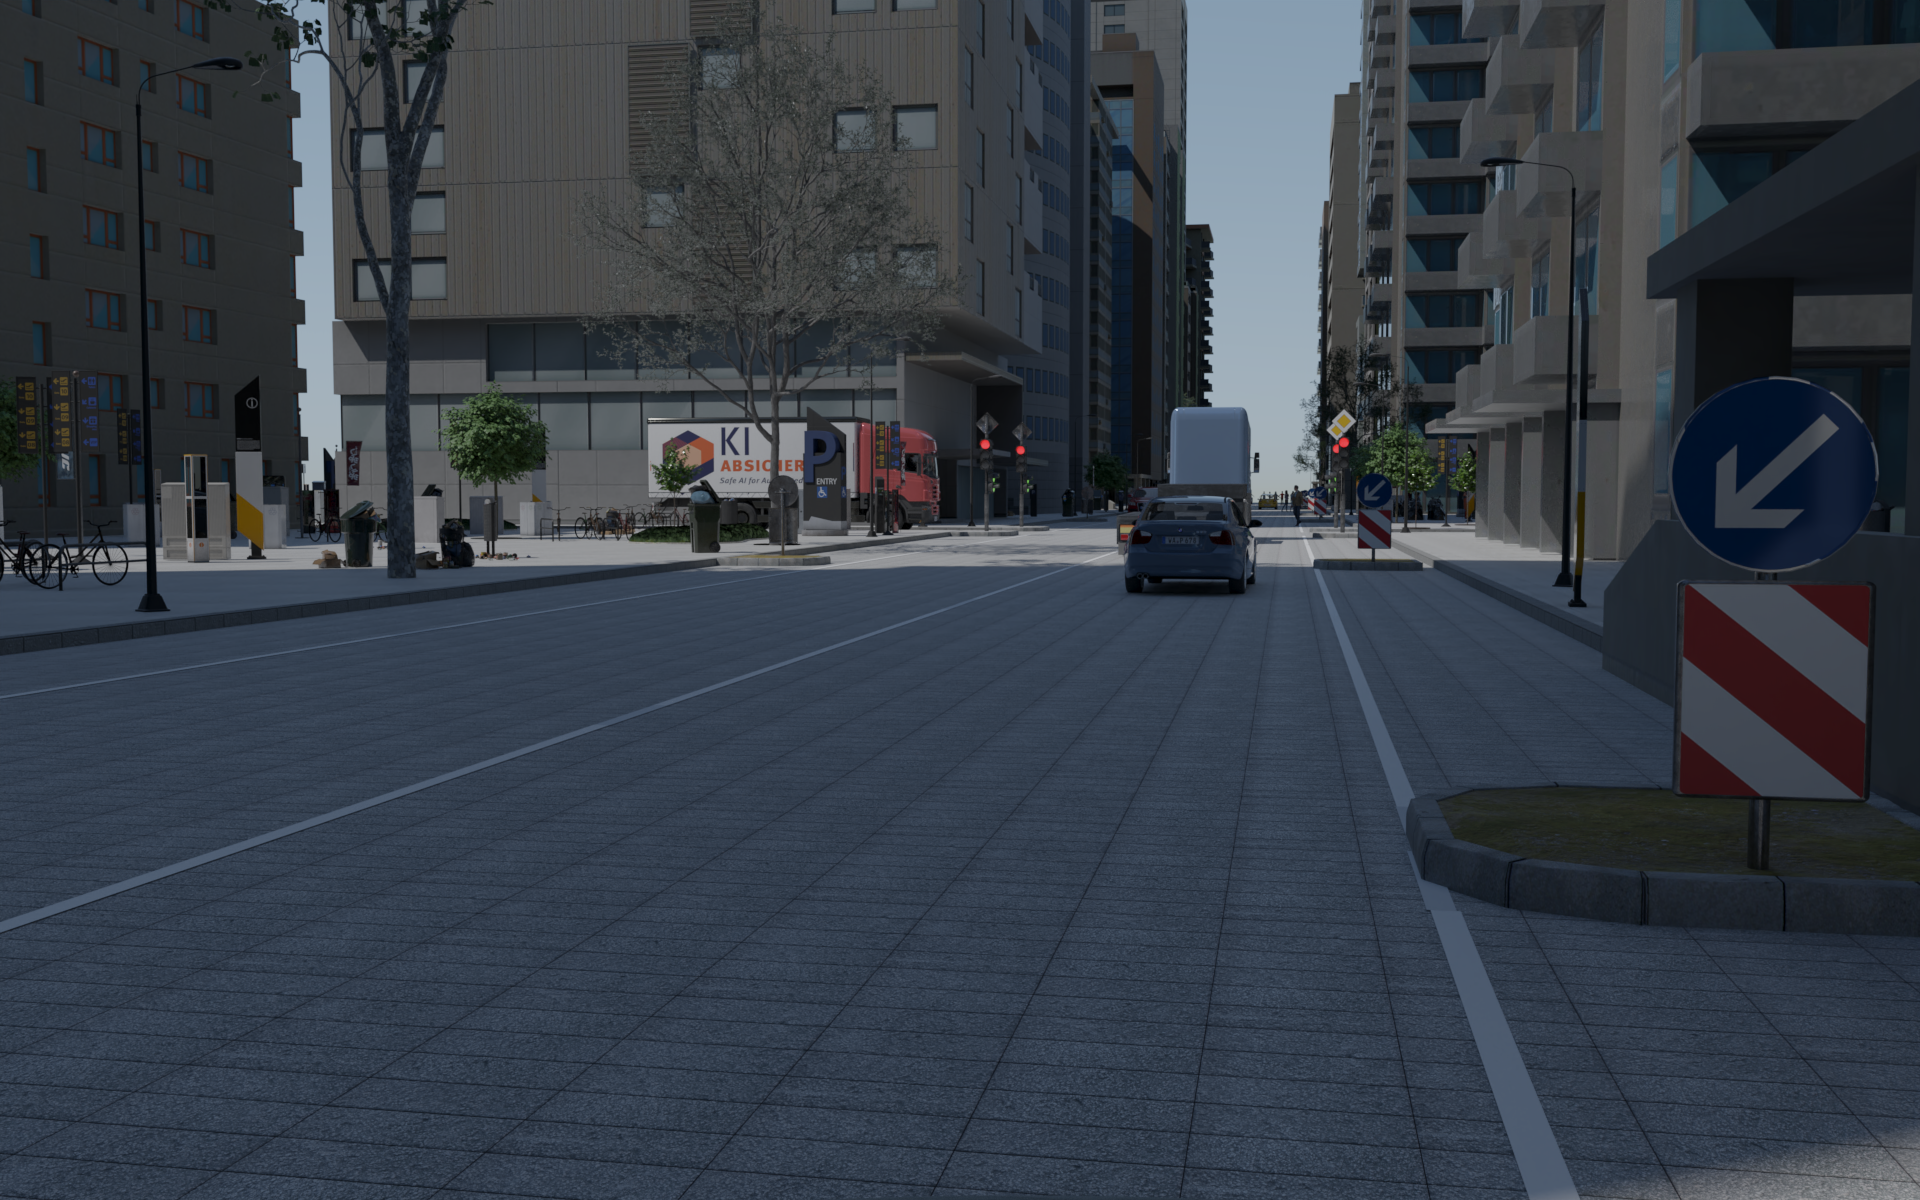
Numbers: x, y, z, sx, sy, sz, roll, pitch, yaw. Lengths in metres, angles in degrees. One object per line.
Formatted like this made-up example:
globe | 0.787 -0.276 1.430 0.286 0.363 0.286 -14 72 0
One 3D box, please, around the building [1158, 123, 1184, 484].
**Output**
building | 16.260 -30.818 187.464 14.154 41.232 14.086 1 4 11

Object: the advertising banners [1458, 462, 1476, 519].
advertising banners | 26.156 -5.688 89.183 0.090 3.025 2.074 -1 4 -13

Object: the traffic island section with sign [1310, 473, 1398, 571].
traffic island section with sign | 7.824 -1.511 33.326 1.989 1.847 2.006 1 4 11

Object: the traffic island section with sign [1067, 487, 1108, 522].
traffic island section with sign | 6.643 -4.983 90.093 1.989 1.847 2.006 1 4 11

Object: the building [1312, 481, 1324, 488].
building | 64.493 -33.229 235.176 32.217 40.220 23.993 1 4 11

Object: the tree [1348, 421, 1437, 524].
tree | 19.207 -5.629 75.748 4.285 4.588 4.351 0 3 0

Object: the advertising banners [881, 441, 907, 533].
advertising banners | -2.135 -3.705 56.760 0.090 3.025 2.074 1 4 20

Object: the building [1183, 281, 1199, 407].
building | 24.480 -28.179 232.425 14.160 30.474 14.107 1 4 11

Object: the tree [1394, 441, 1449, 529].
tree | 16.725 -4.236 63.866 1.663 3.219 1.824 0 3 0

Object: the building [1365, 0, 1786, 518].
building | 39.738 -30.583 119.646 23.786 49.044 30.456 1 4 11

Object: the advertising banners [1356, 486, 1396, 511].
advertising banners | 20.015 -5.294 82.752 2.074 3.025 0.090 1 4 12

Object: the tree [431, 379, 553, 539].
tree | -13.390 -4.026 49.540 4.285 4.588 4.351 0 3 0

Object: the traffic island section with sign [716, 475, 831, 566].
traffic island section with sign | -3.720 -1.633 35.326 1.989 1.847 2.006 1 4 11

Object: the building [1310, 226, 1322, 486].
building | 68.570 -40.216 277.134 23.786 49.044 30.456 1 4 11

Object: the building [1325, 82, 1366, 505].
building | 53.441 -35.206 199.316 21.300 48.544 21.600 1 4 11

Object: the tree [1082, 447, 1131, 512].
tree | 10.330 -8.447 121.825 4.285 4.588 4.351 0 3 0

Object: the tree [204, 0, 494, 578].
tree | -7.504 -10.464 26.978 12.611 20.169 13.585 0 3 0

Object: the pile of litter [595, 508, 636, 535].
pile of litter | -10.857 -2.513 55.057 1.719 0.858 1.176 -2 4 -32

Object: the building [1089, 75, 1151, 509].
building | 0.842 -28.426 156.638 32.217 40.220 23.993 1 4 11

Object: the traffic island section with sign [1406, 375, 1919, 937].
traffic island section with sign | 2.770 0.123 6.617 1.989 1.847 2.006 1 4 11

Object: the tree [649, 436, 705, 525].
tree | -9.699 -3.887 58.151 1.663 3.219 1.824 0 3 0

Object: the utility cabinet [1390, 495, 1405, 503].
utility cabinet | 26.076 -5.650 103.541 1.020 1.237 0.306 -1 4 -20

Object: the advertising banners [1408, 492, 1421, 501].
advertising banners | 27.580 -6.727 106.180 0.090 3.025 2.074 -1 4 -21

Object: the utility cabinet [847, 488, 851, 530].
utility cabinet | -4.248 -3.201 61.007 0.318 1.500 1.173 2 4 25

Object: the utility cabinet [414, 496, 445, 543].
utility cabinet | -14.049 -2.107 45.614 1.020 1.237 0.306 2 4 26

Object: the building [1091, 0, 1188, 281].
building | 24.114 -49.580 248.885 20.563 71.187 20.611 1 4 11

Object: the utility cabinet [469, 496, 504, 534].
utility cabinet | -15.084 -2.692 55.179 1.020 1.237 0.306 -1 4 -10

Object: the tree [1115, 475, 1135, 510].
tree | 12.872 -8.778 138.116 1.663 3.219 1.824 0 3 0

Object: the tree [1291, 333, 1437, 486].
tree | 23.383 -10.105 99.633 8.767 10.594 7.601 2 4 24

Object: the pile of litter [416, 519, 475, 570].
pile of litter | -9.075 -0.985 30.076 1.176 0.858 1.719 1 4 19

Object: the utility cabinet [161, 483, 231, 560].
utility cabinet | -14.785 -1.520 33.527 1.173 1.500 0.318 0 4 -7

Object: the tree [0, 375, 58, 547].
tree | -23.825 -3.582 42.276 4.285 4.588 4.351 0 3 0

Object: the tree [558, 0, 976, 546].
tree | -4.711 -8.102 42.831 12.009 13.543 11.850 0 3 0

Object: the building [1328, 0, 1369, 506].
building | 48.957 -52.576 172.287 22.319 86.520 31.000 1 4 11

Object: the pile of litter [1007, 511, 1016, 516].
pile of litter | 2.681 -5.261 99.974 1.176 0.858 1.719 3 5 40

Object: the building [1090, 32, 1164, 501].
building | 12.894 -32.018 173.608 14.600 45.320 14.200 1 4 11

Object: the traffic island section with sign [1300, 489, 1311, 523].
traffic island section with sign | 18.062 -4.821 87.448 1.989 1.847 2.006 1 4 11

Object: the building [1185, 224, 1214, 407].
building | 28.606 -37.881 273.974 22.147 44.769 28.867 1 4 11

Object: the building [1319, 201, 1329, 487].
building | 60.337 -37.025 255.468 14.600 45.320 14.200 1 4 11

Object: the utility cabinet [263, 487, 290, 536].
utility cabinet | -20.673 -2.658 52.141 1.173 1.500 0.318 2 4 33

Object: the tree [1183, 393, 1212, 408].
tree | 28.279 -18.968 216.777 9.857 13.997 8.962 0 3 0

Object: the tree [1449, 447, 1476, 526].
tree | 20.865 -4.656 70.720 1.663 3.219 1.824 0 3 0

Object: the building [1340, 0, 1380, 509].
building | 43.384 -43.377 147.459 20.563 71.187 20.611 1 4 11

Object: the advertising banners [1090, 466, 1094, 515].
advertising banners | 8.112 -6.747 106.496 0.090 3.025 2.074 1 4 12

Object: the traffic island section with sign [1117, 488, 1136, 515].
traffic island section with sign | 11.656 -6.603 116.579 1.989 1.847 2.006 1 4 11

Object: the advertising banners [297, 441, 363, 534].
advertising banners | -20.537 -3.688 56.490 2.074 3.025 0.090 -2 4 -28
